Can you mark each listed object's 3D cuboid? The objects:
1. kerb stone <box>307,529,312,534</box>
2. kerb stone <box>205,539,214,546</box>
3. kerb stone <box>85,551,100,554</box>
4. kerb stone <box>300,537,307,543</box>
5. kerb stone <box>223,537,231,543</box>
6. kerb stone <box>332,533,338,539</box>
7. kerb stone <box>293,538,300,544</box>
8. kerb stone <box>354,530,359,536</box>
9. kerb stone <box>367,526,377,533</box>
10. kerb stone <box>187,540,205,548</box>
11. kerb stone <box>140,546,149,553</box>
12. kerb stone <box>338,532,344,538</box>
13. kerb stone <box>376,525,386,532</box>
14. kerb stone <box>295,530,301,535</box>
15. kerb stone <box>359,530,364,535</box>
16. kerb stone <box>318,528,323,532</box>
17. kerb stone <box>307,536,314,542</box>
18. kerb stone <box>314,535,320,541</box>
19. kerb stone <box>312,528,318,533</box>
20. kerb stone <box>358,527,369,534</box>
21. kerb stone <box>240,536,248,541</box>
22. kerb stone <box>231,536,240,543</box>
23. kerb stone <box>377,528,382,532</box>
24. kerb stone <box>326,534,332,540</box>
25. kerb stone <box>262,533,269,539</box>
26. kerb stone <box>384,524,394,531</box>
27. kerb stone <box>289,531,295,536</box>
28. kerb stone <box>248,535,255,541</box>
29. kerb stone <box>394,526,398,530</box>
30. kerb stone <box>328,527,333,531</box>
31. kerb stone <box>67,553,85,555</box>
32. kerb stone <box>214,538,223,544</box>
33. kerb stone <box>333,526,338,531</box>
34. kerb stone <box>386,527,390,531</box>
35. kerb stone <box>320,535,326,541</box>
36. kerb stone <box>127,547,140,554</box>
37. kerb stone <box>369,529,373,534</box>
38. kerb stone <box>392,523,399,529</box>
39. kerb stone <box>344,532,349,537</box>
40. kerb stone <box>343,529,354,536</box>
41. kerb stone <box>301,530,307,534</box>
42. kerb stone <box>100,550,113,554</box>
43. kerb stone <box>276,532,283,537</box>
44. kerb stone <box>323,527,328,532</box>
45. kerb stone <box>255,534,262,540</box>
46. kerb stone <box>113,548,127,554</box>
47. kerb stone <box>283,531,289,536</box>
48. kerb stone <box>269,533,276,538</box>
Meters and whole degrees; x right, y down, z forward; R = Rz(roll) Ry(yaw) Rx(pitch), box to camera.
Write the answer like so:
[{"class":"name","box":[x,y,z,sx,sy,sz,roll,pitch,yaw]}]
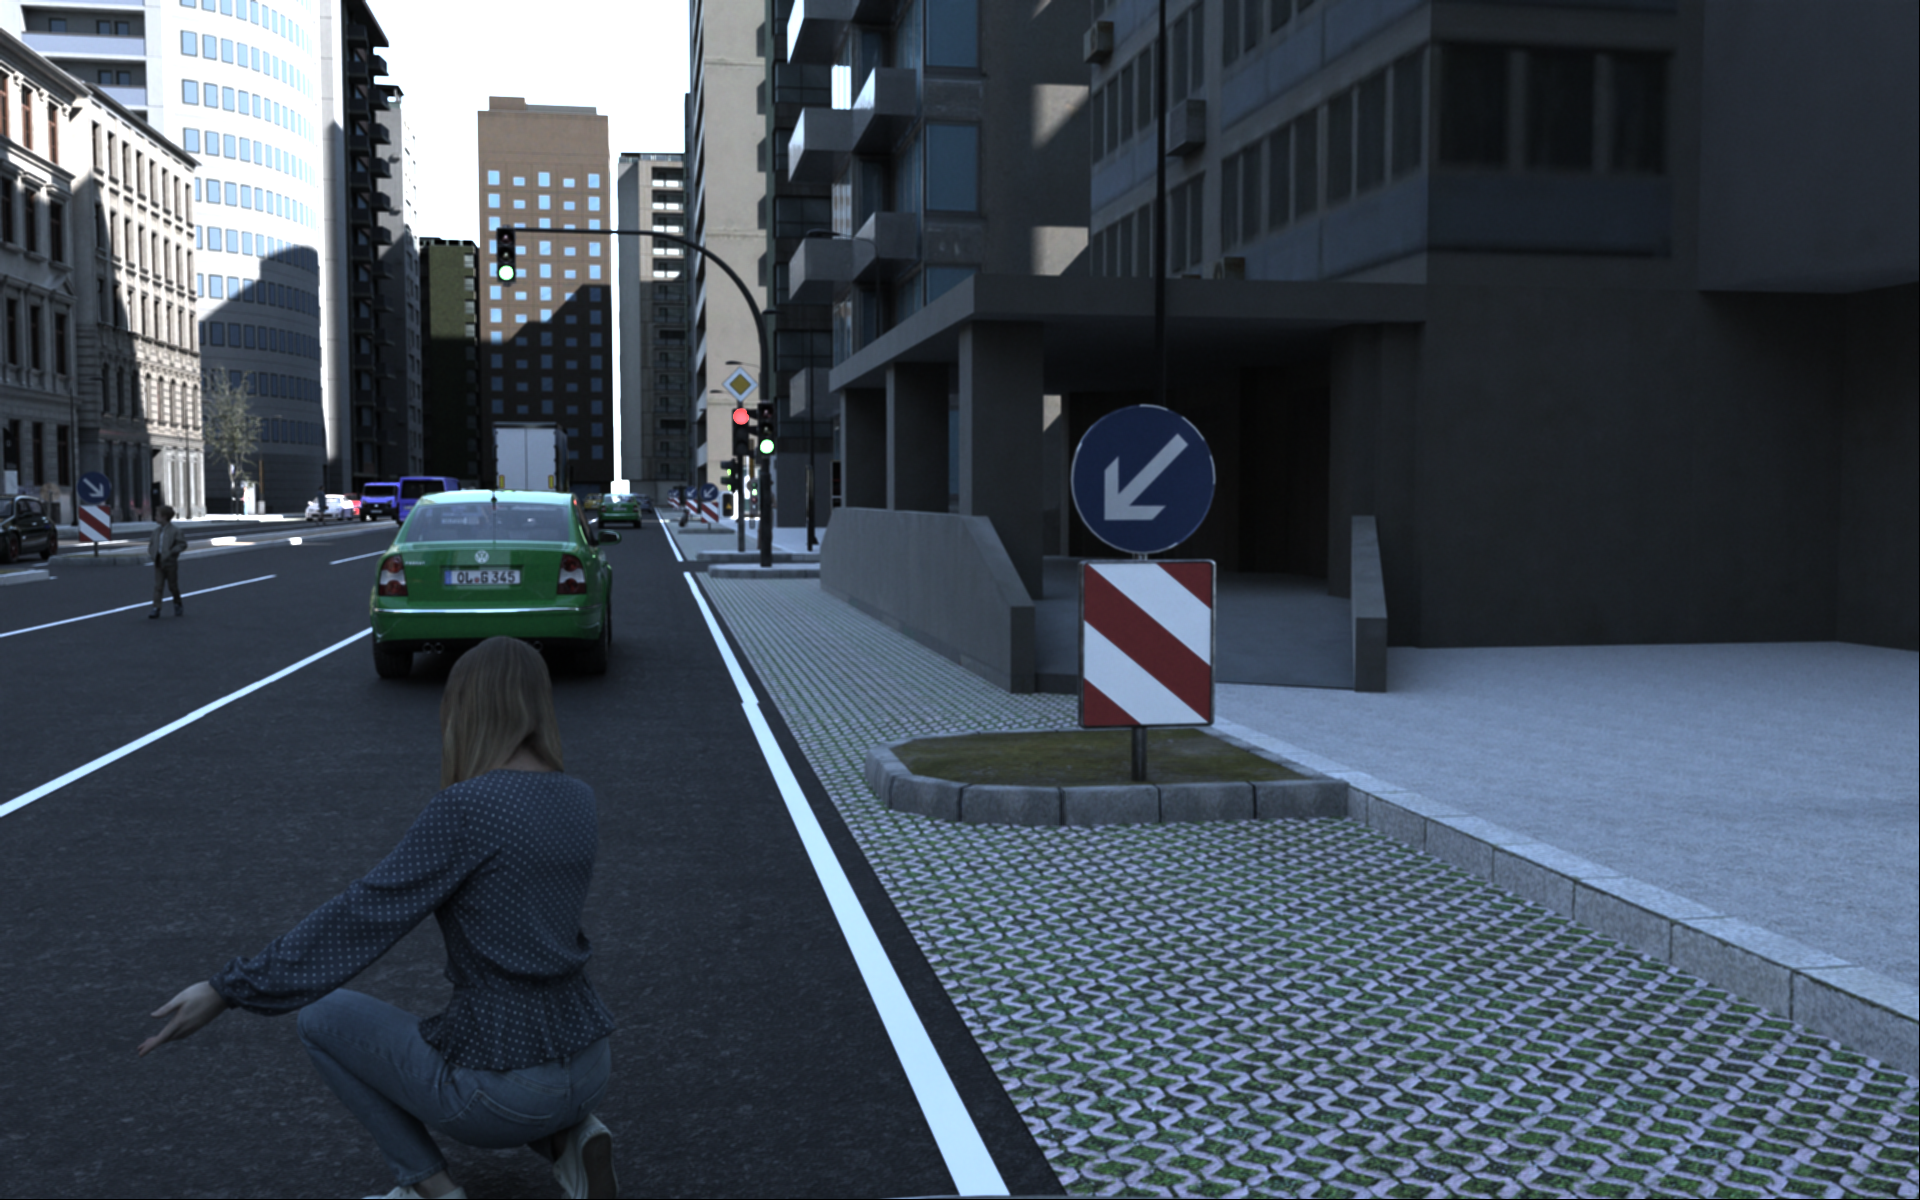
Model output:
[{"class":"kerb stone","box":[-23.485,-2.442,62.130,0.120,0.150,1.000,-1,4,-10]},{"class":"kerb stone","box":[-20.943,-1.579,48.018,0.120,0.150,1.000,-1,4,-10]},{"class":"kerb stone","box":[-19.119,-0.962,37.926,0.120,0.150,1.000,-1,4,-10]},{"class":"kerb stone","box":[-19.237,-1.721,50.391,0.120,0.150,1.000,-1,4,-10]},{"class":"kerb stone","box":[-21.309,-1.703,50.033,0.120,0.150,1.000,-1,4,-10]},{"class":"kerb stone","box":[-20.146,-2.034,55.453,0.120,0.150,1.000,-1,4,-10]},{"class":"kerb stone","box":[-19.058,-1.663,49.381,0.120,0.150,1.000,-1,4,-10]},{"class":"kerb stone","box":[-20.871,-2.280,59.487,0.120,0.150,1.000,-1,4,-10]},{"class":"kerb stone","box":[-21.600,-2.528,63.524,0.120,0.150,1.000,-1,4,-10]},{"class":"kerb stone","box":[-20.761,-1.516,47.009,0.120,0.150,1.000,-1,4,-10]},{"class":"kerb stone","box":[-19.855,-1.209,41.967,0.120,0.150,1.000,-1,4,-10]},{"class":"kerb stone","box":[-20.320,-2.096,56.460,0.120,0.150,1.000,-1,4,-10]},{"class":"kerb stone","box":[-21.961,-2.647,65.538,0.120,0.150,1.000,-1,4,-10]},{"class":"kerb stone","box":[-23.119,-2.319,60.108,0.120,0.150,1.000,-1,4,-10]},{"class":"kerb stone","box":[-21.056,-2.343,60.496,0.120,0.150,1.000,-1,4,-10]},{"class":"kerb stone","box":[-23.839,-2.566,64.145,0.120,0.150,1.000,-1,4,-10]},{"class":"kerb stone","box":[-19.419,-1.785,51.396,0.120,0.150,1.000,-1,4,-10]},{"class":"kerb stone","box":[-19.593,-1.847,52.408,0.120,0.150,1.000,-1,4,-10]},{"class":"kerb stone","box":[-23.663,-2.502,63.137,0.120,0.150,1.000,-1,4,-10]},{"class":"kerb stone","box":[-21.233,-2.404,61.506,0.120,0.150,1.000,-1,4,-10]},{"class":"kerb stone","box":[-21.666,-1.826,52.048,0.120,0.150,1.000,-1,4,-10]},{"class":"kerb stone","box":[-21.486,-1.764,51.041,0.120,0.150,1.000,-1,4,-10]},{"class":"kerb stone","box":[-21.779,-2.587,64.531,0.120,0.150,1.000,-1,4,-10]},{"class":"kerb stone","box":[-19.959,-1.971,54.433,0.120,0.150,1.000,-1,4,-10]},{"class":"kerb stone","box":[-22.220,-2.011,55.069,0.120,0.150,1.000,-1,4,-10]},{"class":"kerb stone","box":[-22.326,-2.775,67.565,0.120,0.150,1.000,-1,4,-10]},{"class":"kerb stone","box":[-22.937,-2.257,59.097,0.120,0.150,1.000,-1,4,-10]},{"class":"kerb stone","box":[-21.845,-1.887,53.055,0.120,0.150,1.000,-1,4,-10]},{"class":"kerb stone","box":[-22.505,-2.837,68.580,0.120,0.150,1.000,-1,4,-10]},{"class":"kerb stone","box":[-24.214,-2.689,66.157,0.120,0.150,1.000,-1,4,-10]},{"class":"kerb stone","box":[-18.936,-0.899,36.921,0.120,0.150,1.000,-1,4,-10]},{"class":"kerb stone","box":[-21.126,-1.640,49.024,0.120,0.150,1.000,-1,4,-10]},{"class":"kerb stone","box":[-24.384,-2.751,67.174,0.120,0.150,1.000,-1,4,-10]},{"class":"kerb stone","box":[-22.139,-2.708,66.553,0.120,0.150,1.000,-1,4,-10]},{"class":"kerb stone","box":[-19.777,-1.909,53.414,0.120,0.150,1.000,-1,4,-10]},{"class":"kerb stone","box":[-19.670,-1.146,40.958,0.120,0.150,1.000,-1,4,-10]},{"class":"kerb stone","box":[-21.423,-2.463,62.517,0.120,0.150,1.000,-1,4,-10]},{"class":"kerb stone","box":[-22.694,-2.894,69.585,0.120,0.150,1.000,-1,4,-10]},{"class":"kerb stone","box":[-20.506,-2.156,57.465,0.120,0.150,1.000,-1,4,-10]},{"class":"kerb stone","box":[-20.691,-2.219,58.481,0.120,0.150,1.000,-1,4,-10]},{"class":"kerb stone","box":[-23.302,-2.381,61.124,0.120,0.150,1.000,-1,4,-10]},{"class":"kerb stone","box":[-19.305,-1.024,38.932,0.120,0.150,1.000,-1,4,-10]},{"class":"kerb stone","box":[-22.574,-2.134,57.084,0.120,0.150,1.000,-1,4,-10]},{"class":"kerb stone","box":[-24.026,-2.625,65.150,0.120,0.150,1.000,-1,4,-10]},{"class":"kerb stone","box":[-22.034,-1.949,54.063,0.120,0.150,1.000,-1,4,-10]},{"class":"kerb stone","box":[-19.488,-1.074,39.945,0.120,0.150,1.000,-1,4,-10]},{"class":"kerb stone","box":[-22.750,-2.190,58.092,0.120,0.150,1.000,-1,4,-10]},{"class":"kerb stone","box":[-22.390,-2.072,56.079,0.120,0.150,1.000,-1,4,-10]}]
